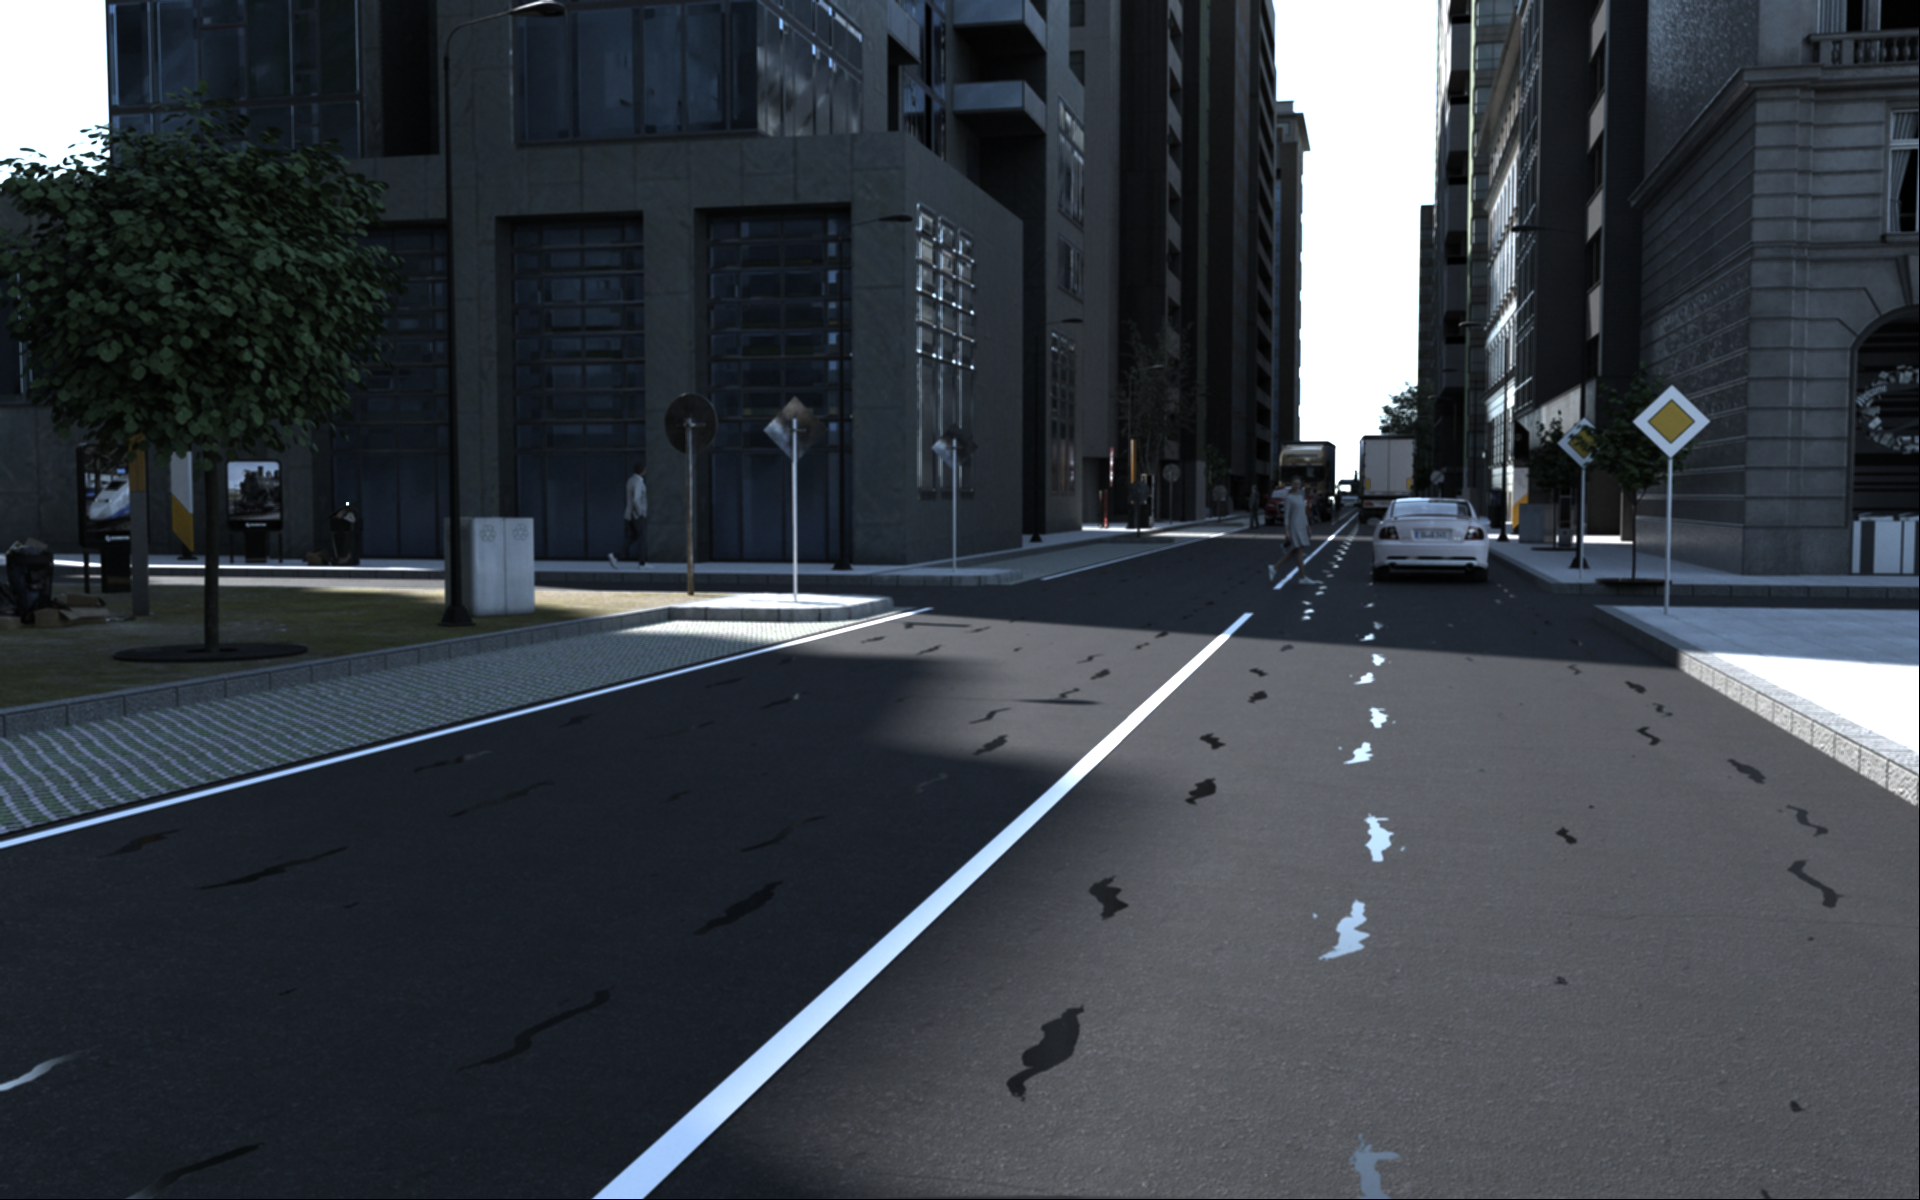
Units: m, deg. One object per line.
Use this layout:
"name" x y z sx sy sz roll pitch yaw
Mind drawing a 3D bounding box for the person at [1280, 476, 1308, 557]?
"person" 7.700 -1.932 39.935 0.795 1.843 0.661 3 4 37

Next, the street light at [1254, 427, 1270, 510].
"street light" 20.787 -9.075 120.918 1.470 5.913 1.316 1 4 14

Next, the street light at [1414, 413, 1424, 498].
"street light" 26.898 -7.746 99.182 1.470 5.913 1.316 1 4 14

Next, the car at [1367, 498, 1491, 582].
"car" 8.048 -1.062 29.723 2.083 1.381 4.827 1 4 14

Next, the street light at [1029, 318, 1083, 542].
"street light" 2.556 -4.490 45.960 1.470 5.913 1.316 1 4 14

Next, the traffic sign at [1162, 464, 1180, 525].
"traffic sign" 8.867 -4.444 72.767 0.768 2.556 0.104 1 4 20

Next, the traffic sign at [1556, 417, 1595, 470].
"traffic sign" 9.413 -1.464 26.119 0.795 2.593 0.064 1 4 14

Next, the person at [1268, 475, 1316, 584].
"person" 5.304 -1.126 27.655 0.760 1.731 0.466 1 4 12

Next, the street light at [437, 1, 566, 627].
"street light" -4.396 -2.696 16.620 1.470 5.913 1.316 1 4 14

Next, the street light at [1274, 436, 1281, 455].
"street light" 24.886 -10.125 138.083 1.470 5.913 1.316 1 4 14

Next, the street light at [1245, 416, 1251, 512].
"street light" 16.482 -8.002 103.375 1.470 5.913 1.316 1 4 14

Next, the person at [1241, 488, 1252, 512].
"person" 21.201 -7.364 127.274 1.217 1.723 0.721 0 4 -7

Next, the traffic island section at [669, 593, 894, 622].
"traffic island section" -2.004 0.094 20.740 2.009 0.180 2.903 1 4 14

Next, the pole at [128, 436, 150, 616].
"pole" -8.670 -1.492 18.242 0.158 3.312 0.155 0 3 0

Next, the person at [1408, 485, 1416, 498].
"person" 19.194 -3.973 73.582 0.853 1.813 0.709 1 4 10

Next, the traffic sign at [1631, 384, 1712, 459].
"traffic sign" 7.538 -0.989 18.357 0.795 2.593 0.064 1 4 14

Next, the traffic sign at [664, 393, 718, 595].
"traffic sign" -3.420 -1.334 21.917 0.768 2.556 0.104 1 4 21

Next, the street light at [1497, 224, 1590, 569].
"street light" 10.179 -3.508 29.889 1.470 5.913 1.316 1 4 14

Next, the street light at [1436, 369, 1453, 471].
"street light" 18.481 -5.599 64.087 1.470 5.913 1.316 1 4 14

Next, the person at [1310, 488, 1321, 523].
"person" 17.804 -4.749 86.738 0.593 1.750 0.643 -1 4 -23

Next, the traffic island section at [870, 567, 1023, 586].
"traffic island section" -0.129 -0.381 28.503 2.009 0.180 2.903 1 4 14

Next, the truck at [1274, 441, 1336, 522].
"truck" 18.683 -6.374 93.130 2.839 4.237 11.283 1 4 15

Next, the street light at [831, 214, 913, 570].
"street light" -1.468 -3.452 28.987 1.470 5.913 1.316 1 4 14

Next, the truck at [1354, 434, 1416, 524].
"truck" 21.314 -5.997 86.959 2.839 4.237 11.283 1 4 12

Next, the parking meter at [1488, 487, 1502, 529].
"parking meter" 19.992 -3.435 64.574 0.372 1.533 0.369 0 3 0

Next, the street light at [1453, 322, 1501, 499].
"street light" 14.184 -4.546 46.866 1.470 5.913 1.316 1 4 14

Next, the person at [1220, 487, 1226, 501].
"person" 16.217 -6.105 106.526 0.621 1.740 0.551 2 4 29

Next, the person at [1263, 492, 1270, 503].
"person" 25.919 -8.371 146.165 1.065 1.426 0.557 -1 4 -16

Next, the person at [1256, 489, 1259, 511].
"person" 22.767 -7.751 133.434 0.551 1.740 0.621 0 4 -5

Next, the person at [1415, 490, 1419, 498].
"person" 43.733 -9.729 166.038 0.541 1.710 0.530 3 5 44

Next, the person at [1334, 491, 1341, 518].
"person" 23.021 -5.856 105.716 0.415 1.643 0.593 2 4 24

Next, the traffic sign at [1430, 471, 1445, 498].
"traffic sign" 26.101 -5.790 94.773 0.768 2.556 0.104 1 4 16

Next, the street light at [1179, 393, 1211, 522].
"street light" 10.889 -6.574 80.021 1.470 5.913 1.316 1 4 14

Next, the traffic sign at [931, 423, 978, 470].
"traffic sign" -0.104 -1.605 28.430 0.795 2.593 0.064 1 4 14

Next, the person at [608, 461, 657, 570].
"person" -5.570 -1.439 29.412 0.795 1.843 0.661 -1 4 -22

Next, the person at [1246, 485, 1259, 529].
"person" 12.094 -3.855 71.708 0.590 1.801 0.661 1 4 19

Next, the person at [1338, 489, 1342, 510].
"person" 32.993 -8.738 151.242 0.599 1.838 0.709 -2 4 -23

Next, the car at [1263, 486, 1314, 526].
"car" 15.271 -4.386 80.378 2.281 1.827 5.304 1 4 13

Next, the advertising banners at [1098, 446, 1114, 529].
"advertising banners" 5.444 -4.178 64.504 0.090 3.025 2.074 -1 4 -10

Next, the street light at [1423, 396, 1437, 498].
"street light" 22.899 -6.704 82.150 1.470 5.913 1.316 1 4 14

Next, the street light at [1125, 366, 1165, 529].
"street light" 6.721 -5.526 62.898 1.470 5.913 1.316 1 4 14

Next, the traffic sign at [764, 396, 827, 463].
"traffic sign" -1.979 -1.130 20.668 0.795 2.593 0.064 1 4 14

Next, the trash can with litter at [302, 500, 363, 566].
"trash can with litter" -11.234 -1.198 30.974 1.055 1.170 0.624 0 4 3

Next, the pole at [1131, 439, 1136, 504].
"pole" 6.480 -4.336 64.729 0.158 3.312 0.155 0 3 0

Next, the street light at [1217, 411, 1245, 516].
"street light" 14.985 -7.611 96.977 1.470 5.913 1.316 1 4 14
